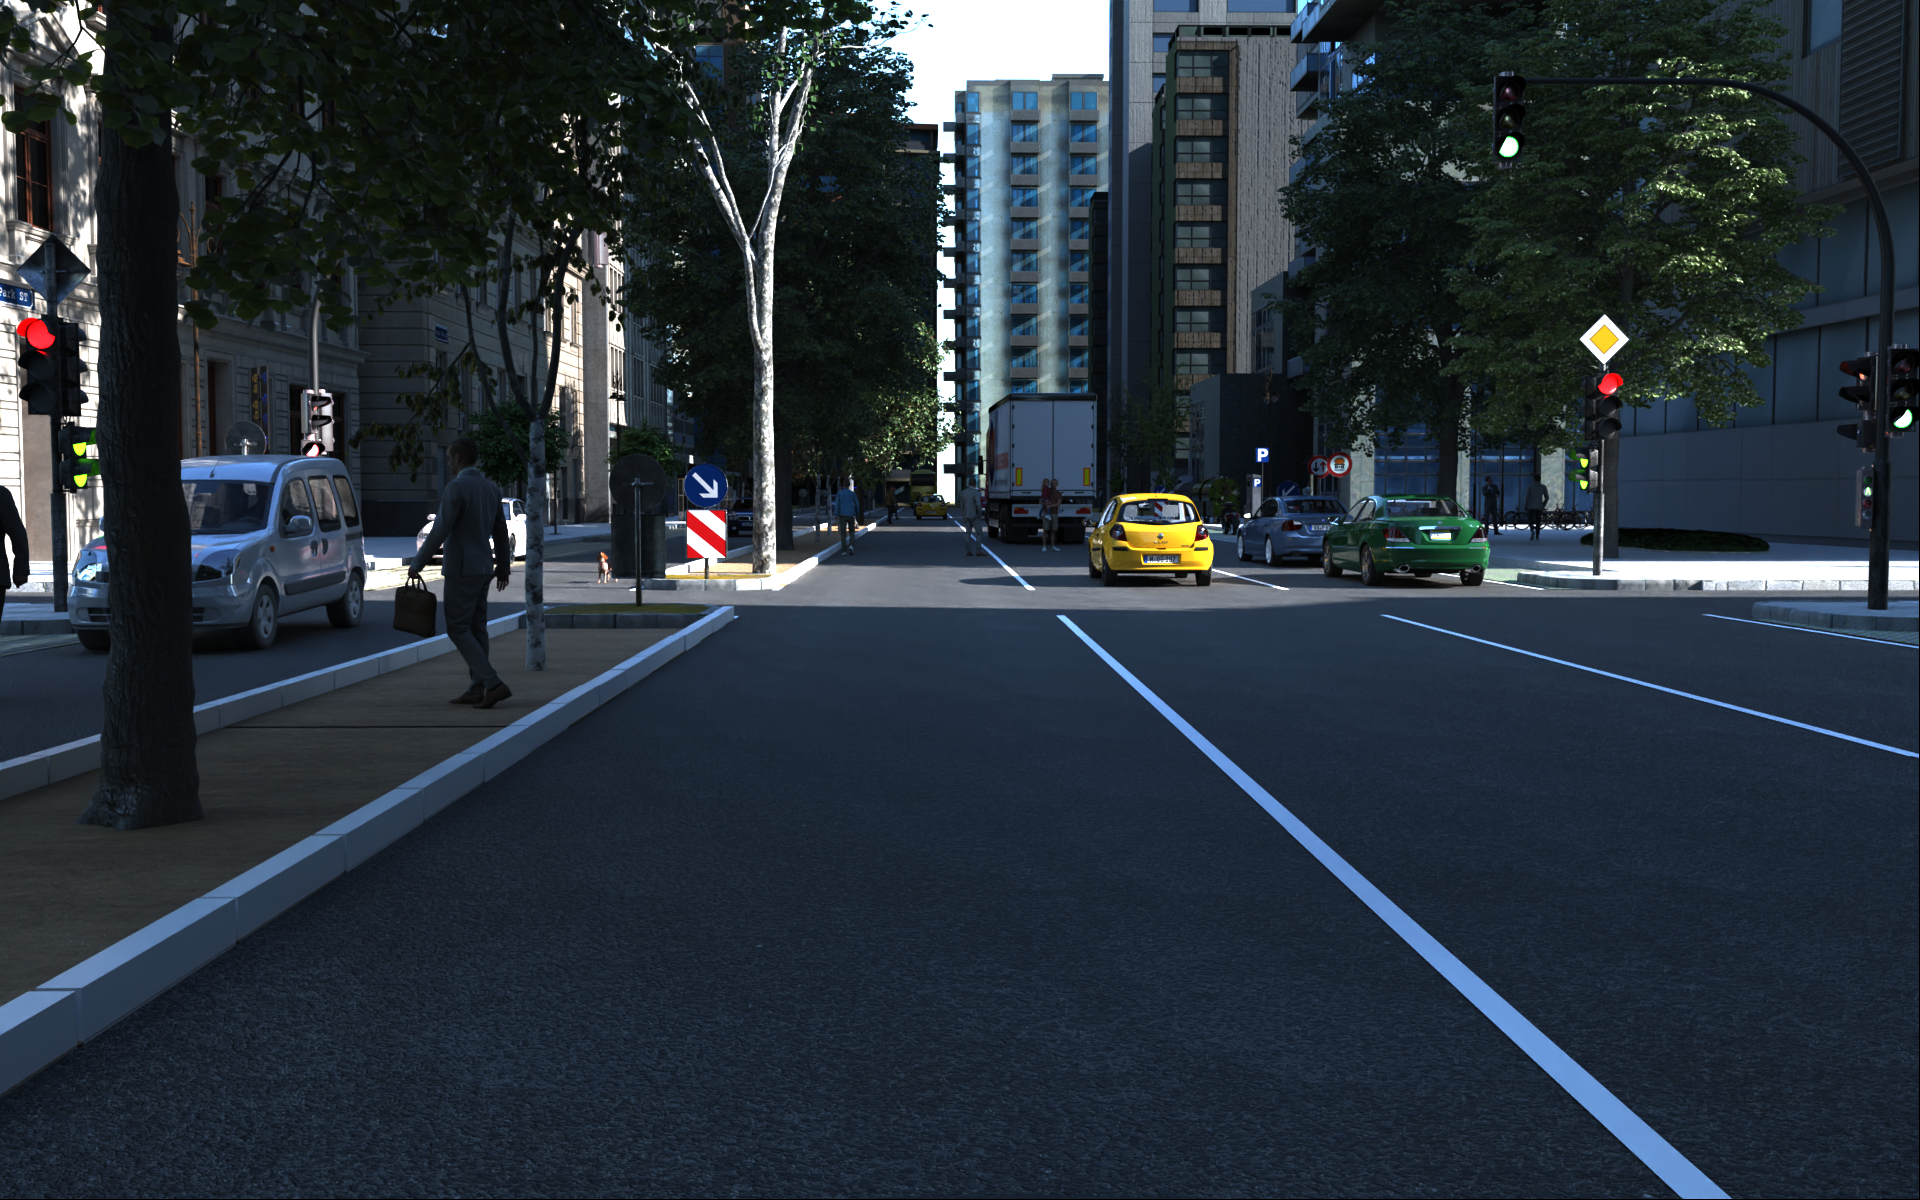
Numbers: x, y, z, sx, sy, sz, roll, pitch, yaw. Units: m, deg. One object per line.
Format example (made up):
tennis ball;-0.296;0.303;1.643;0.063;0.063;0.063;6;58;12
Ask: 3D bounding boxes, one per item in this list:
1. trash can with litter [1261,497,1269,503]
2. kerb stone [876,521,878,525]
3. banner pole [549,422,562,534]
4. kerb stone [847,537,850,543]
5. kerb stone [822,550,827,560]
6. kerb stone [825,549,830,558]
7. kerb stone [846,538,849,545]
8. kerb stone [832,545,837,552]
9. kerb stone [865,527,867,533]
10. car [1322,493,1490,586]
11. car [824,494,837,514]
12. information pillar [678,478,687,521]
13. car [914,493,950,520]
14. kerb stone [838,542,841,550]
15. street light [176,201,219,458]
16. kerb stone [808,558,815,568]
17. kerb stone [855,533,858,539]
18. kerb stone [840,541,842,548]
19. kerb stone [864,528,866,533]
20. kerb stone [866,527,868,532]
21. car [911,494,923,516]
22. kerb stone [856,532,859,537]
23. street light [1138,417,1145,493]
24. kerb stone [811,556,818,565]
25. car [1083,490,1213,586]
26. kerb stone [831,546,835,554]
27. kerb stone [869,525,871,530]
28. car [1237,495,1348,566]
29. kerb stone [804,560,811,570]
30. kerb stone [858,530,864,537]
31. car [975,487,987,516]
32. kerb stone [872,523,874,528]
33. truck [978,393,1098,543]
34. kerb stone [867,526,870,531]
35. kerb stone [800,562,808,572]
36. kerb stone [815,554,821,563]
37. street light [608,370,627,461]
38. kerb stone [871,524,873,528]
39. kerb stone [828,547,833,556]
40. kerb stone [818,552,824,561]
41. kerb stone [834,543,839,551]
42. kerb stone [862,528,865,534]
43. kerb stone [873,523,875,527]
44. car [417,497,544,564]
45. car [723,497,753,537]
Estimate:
trash can with litter;11.243;-3.102;62.103;0.624;1.170;1.055;-2;4;-25
kerb stone;-3.762;-3.243;75.220;0.120;0.150;1.000;0;4;-1
banner pole;-12.913;-3.990;55.257;0.401;3.779;0.863;-1;4;-10
kerb stone;-3.230;-1.614;48.577;0.120;0.150;1.000;0;4;-1
kerb stone;-2.998;-0.922;37.276;0.120;0.150;1.000;0;4;-1
kerb stone;-3.015;-0.981;38.299;0.120;0.150;1.000;0;4;-1
kerb stone;-3.204;-1.549;47.542;0.120;0.150;1.000;0;4;-1
kerb stone;-3.081;-1.167;41.365;0.120;0.150;1.000;0;4;-1
kerb stone;-3.486;-2.429;61.902;0.120;0.150;1.000;0;4;-1
car;7.235;-1.019;28.454;2.131;1.459;4.920;0;4;0
car;-8.701;-6.864;124.233;2.014;1.417;4.499;0;4;-3
information pillar;-13.084;-4.724;81.724;0.304;2.012;0.304;2;4;26
car;-1.573;-5.336;97.468;2.015;1.641;3.980;0;4;0
kerb stone;-3.129;-1.299;43.427;0.120;0.150;1.000;0;4;-1
street light;-12.114;-3.347;27.509;0.468;5.910;1.993;0;4;-1
kerb stone;-2.920;-0.672;33.180;0.120;0.150;1.000;0;4;-1
kerb stone;-3.332;-1.927;53.705;0.120;0.150;1.000;0;4;-1
kerb stone;-3.143;-1.360;44.449;0.120;0.150;1.000;0;4;-1
kerb stone;-3.480;-2.366;60.880;0.120;0.150;1.000;0;4;-1
kerb stone;-3.511;-2.490;62.929;0.120;0.150;1.000;0;4;-1
car;-2.215;-6.416;114.694;2.009;1.686;4.222;0;4;-3
kerb stone;-3.344;-1.988;54.736;0.120;0.150;1.000;0;4;-1
street light;10.648;-7.853;101.178;0.468;5.910;1.993;0;4;-1
kerb stone;-2.940;-0.730;34.209;0.120;0.150;1.000;0;4;-1
car;3.062;-1.112;28.406;2.015;1.641;3.980;0;4;0
kerb stone;-3.064;-1.106;40.343;0.120;0.150;1.000;0;4;-1
kerb stone;-3.579;-2.680;66.011;0.120;0.150;1.000;0;4;-1
car;6.915;-1.442;35.582;2.014;1.417;4.499;0;4;-2
kerb stone;-2.900;-0.605;32.154;0.120;0.150;1.000;0;4;-1
kerb stone;-3.429;-2.239;58.836;0.120;0.150;1.000;0;4;-1
car;1.496;-5.380;96.636;2.281;1.827;5.304;0;3;0
kerb stone;-3.655;-2.930;70.103;0.120;0.150;1.000;0;4;-1
truck;2.267;-3.953;53.545;2.839;4.237;11.283;0;4;-3
kerb stone;-3.553;-2.617;64.989;0.120;0.150;1.000;0;4;-1
kerb stone;-2.877;-0.545;31.131;0.120;0.150;1.000;0;4;-1
kerb stone;-2.960;-0.790;35.233;0.120;0.150;1.000;0;4;-1
street light;-12.785;-5.629;64.817;0.468;5.910;1.993;0;4;-1
kerb stone;-3.637;-2.868;69.081;0.120;0.150;1.000;0;4;-1
kerb stone;-3.035;-1.047;39.321;0.120;0.150;1.000;0;4;-1
kerb stone;-2.980;-0.858;36.255;0.120;0.150;1.000;0;4;-1
kerb stone;-3.101;-1.233;42.398;0.120;0.150;1.000;0;4;-1
kerb stone;-3.447;-2.301;59.858;0.120;0.150;1.000;0;4;-1
kerb stone;-3.679;-2.993;71.125;0.120;0.150;1.000;0;4;-1
car;-10.065;-1.484;36.633;2.083;1.381;4.827;0;4;-2
car;-7.074;-2.856;59.276;1.945;1.354;3.894;0;4;-3
